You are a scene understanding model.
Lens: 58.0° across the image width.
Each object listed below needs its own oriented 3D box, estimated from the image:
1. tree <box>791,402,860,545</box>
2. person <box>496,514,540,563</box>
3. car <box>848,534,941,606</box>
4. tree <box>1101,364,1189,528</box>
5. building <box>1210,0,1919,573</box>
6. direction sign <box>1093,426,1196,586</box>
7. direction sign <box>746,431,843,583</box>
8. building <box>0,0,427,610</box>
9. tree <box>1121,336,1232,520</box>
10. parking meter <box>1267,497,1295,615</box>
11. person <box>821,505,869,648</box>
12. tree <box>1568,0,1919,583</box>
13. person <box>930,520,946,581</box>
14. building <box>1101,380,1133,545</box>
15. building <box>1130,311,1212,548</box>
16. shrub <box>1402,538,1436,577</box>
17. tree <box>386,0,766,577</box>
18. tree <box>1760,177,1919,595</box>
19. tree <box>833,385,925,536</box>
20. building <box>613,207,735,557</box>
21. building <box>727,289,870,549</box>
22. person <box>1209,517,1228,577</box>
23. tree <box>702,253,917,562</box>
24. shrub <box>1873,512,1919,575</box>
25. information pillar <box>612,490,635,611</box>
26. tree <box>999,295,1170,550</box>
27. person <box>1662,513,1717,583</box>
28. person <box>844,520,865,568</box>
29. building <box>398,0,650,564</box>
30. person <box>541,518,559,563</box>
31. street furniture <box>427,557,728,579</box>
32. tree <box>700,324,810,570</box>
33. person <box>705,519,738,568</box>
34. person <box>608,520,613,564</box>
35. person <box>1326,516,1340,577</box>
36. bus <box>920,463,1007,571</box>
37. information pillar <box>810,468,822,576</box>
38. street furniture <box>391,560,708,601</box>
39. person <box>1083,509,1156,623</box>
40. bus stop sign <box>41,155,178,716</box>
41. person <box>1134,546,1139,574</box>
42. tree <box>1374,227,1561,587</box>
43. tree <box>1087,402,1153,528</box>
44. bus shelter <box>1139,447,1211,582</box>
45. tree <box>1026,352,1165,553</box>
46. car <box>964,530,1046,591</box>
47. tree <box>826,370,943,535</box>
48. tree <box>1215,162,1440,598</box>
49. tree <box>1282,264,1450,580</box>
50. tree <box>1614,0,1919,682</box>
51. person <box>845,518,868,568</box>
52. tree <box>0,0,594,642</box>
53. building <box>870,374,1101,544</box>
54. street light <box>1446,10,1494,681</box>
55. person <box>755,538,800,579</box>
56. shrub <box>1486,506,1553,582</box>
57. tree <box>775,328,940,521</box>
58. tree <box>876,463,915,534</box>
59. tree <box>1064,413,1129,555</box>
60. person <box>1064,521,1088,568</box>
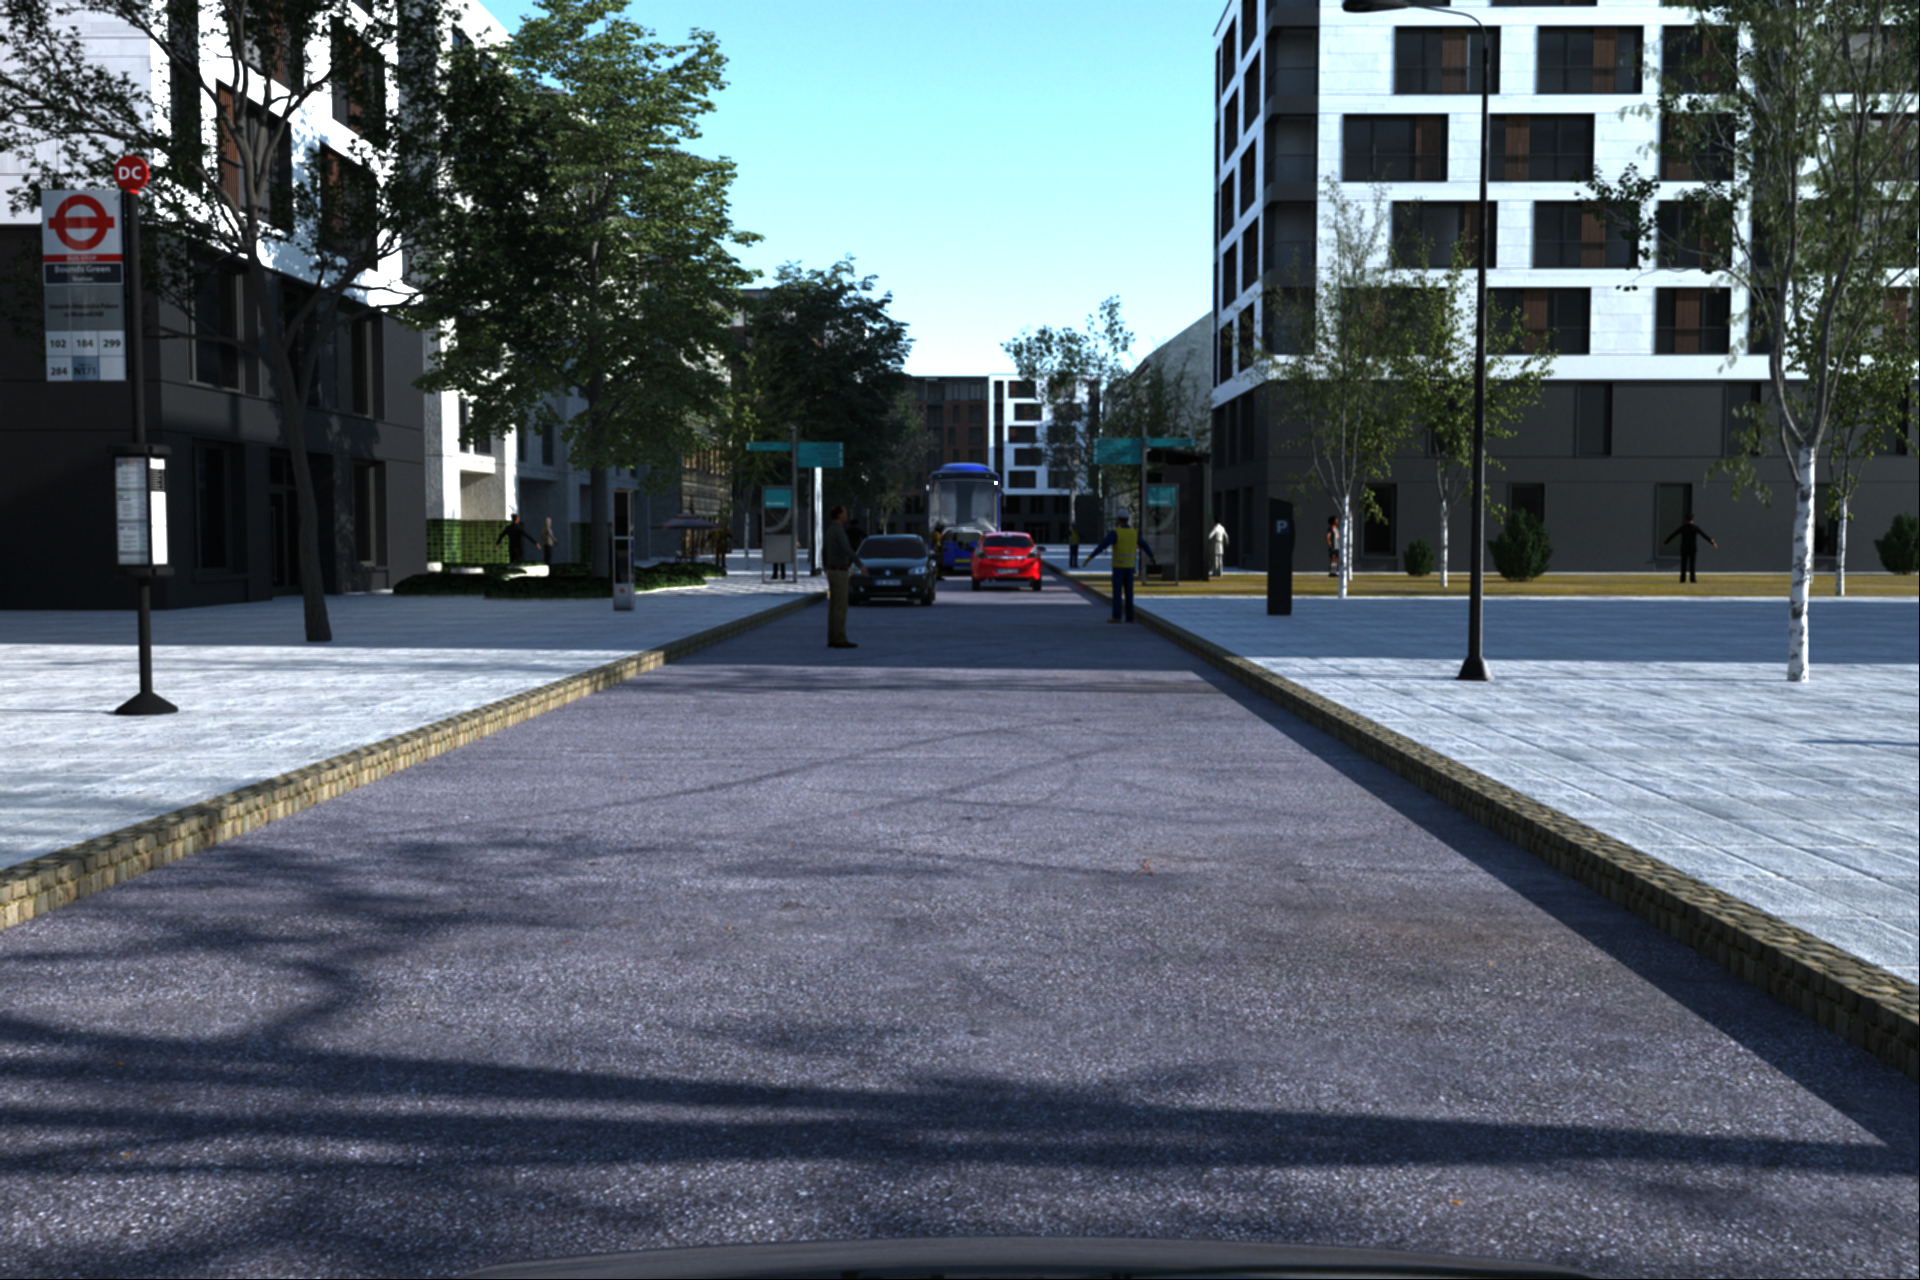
[{"bbox_3d":[-6.949,-8.534,89.897,4.737,8.622,4.395,0,3,0],"label":"tree"},{"bbox_3d":[-11.379,-2.335,44.406,1.346,1.802,0.704,1,4,21],"label":"person"},{"bbox_3d":[-1.385,-1.601,35.956,2.009,1.686,4.222,0,4,1],"label":"car"},{"bbox_3d":[8.012,-7.656,75.534,4.737,8.622,4.395,0,3,0],"label":"tree"},{"bbox_3d":[24.312,-14.031,73.389,27.936,21.610,32.646,0,4,1],"label":"building"},{"bbox_3d":[4.549,-3.278,42.365,2.525,3.948,1.411,0,4,1],"label":"direction sign"},{"bbox_3d":[-4.267,-3.467,45.452,2.525,3.948,1.411,0,4,1],"label":"direction sign"},{"bbox_3d":[-27.228,-11.150,26.271,27.936,21.610,32.646,0,4,0],"label":"building"},{"bbox_3d":[7.854,-6.969,64.310,4.360,8.622,3.978,0,3,0],"label":"tree"},{"bbox_3d":[5.080,-1.327,27.405,0.399,1.863,0.255,0,4,1],"label":"parking meter"},{"bbox_3d":[-1.511,-0.805,21.888,0.705,1.796,1.348,-2,4,-26],"label":"person"},{"bbox_3d":[22.919,-11.623,45.922,12.611,20.169,13.585,0,3,0],"label":"tree"},{"bbox_3d":[-0.615,-2.763,53.394,0.705,1.858,1.354,0,4,6],"label":"person"},{"bbox_3d":[26.238,-20.788,206.336,16.747,18.905,31.486,0,4,1],"label":"building"},{"bbox_3d":[25.708,-19.976,157.528,19.493,23.208,18.063,0,4,1],"label":"building"},{"bbox_3d":[13.703,-2.481,51.681,1.383,1.207,1.383,0,3,0],"label":"shrub"},{"bbox_3d":[-7.585,-7.162,35.219,7.486,12.596,7.792,0,3,0],"label":"tree"},{"bbox_3d":[18.658,-5.238,36.008,4.737,8.622,4.395,0,3,0],"label":"tree"},{"bbox_3d":[-5.736,-11.439,112.784,9.928,11.665,9.643,0,3,0],"label":"tree"},{"bbox_3d":[-24.400,-16.691,103.822,19.493,23.208,18.063,0,4,1],"label":"building"},{"bbox_3d":[-23.197,-19.375,160.759,27.936,21.610,32.646,0,4,0],"label":"building"},{"bbox_3d":[7.743,-2.823,52.350,0.705,1.806,1.347,3,5,44],"label":"person"},{"bbox_3d":[-6.710,-10.501,78.352,9.857,13.997,8.962,0,3,0],"label":"tree"},{"bbox_3d":[29.849,-3.077,54.734,1.690,2.028,1.600,0,3,0],"label":"shrub"},{"bbox_3d":[-5.641,-1.501,29.028,0.304,2.012,0.304,0,4,1],"label":"information pillar"},{"bbox_3d":[9.825,-17.227,137.554,12.611,20.169,13.585,0,3,0],"label":"tree"},{"bbox_3d":[19.174,-2.424,45.564,1.347,1.837,0.705,2,4,27],"label":"person"},{"bbox_3d":[-4.118,-3.669,66.119,1.346,1.812,0.704,1,4,17],"label":"person"},{"bbox_3d":[-24.059,-12.413,69.417,16.747,18.905,31.486,0,4,1],"label":"building"},{"bbox_3d":[-13.448,-3.090,56.642,0.705,1.813,1.348,-2,4,-31],"label":"person"},{"bbox_3d":[-11.816,-2.068,49.441,10.072,0.657,5.734,0,4,-1],"label":"street furniture"},{"bbox_3d":[-7.535,-6.814,61.765,4.737,8.622,4.395,0,3,0],"label":"tree"},{"bbox_3d":[-9.089,-3.670,65.767,1.354,1.858,0.705,1,4,14],"label":"person"},{"bbox_3d":[-13.662,-3.804,68.054,0.705,1.847,1.347,-1,4,-21],"label":"person"},{"bbox_3d":[11.159,-2.781,51.621,0.704,1.843,1.345,2,4,33],"label":"person"},{"bbox_3d":[0.221,-4.413,63.701,2.896,3.916,12.251,0,4,1],"label":"bus"},{"bbox_3d":[-4.422,-3.781,53.138,0.184,3.620,1.656,0,4,2],"label":"information pillar"},{"bbox_3d":[-8.855,-1.396,38.458,5.734,0.657,10.072,0,4,6],"label":"street furniture"},{"bbox_3d":[2.624,-1.199,28.027,1.349,1.833,0.705,-2,4,-25],"label":"person"},{"bbox_3d":[-6.060,-1.445,12.325,0.855,3.939,0.416,0,4,2],"label":"bus stop sign"},{"bbox_3d":[5.654,-2.856,55.969,0.599,1.433,0.991,-2,4,-30],"label":"person"},{"bbox_3d":[11.898,-5.590,41.758,4.737,8.622,4.395,0,3,0],"label":"tree"},{"bbox_3d":[8.841,-8.989,97.329,4.360,8.622,3.978,0,3,0],"label":"tree"},{"bbox_3d":[5.953,-3.573,49.707,1.731,3.624,6.357,0,4,0],"label":"bus shelter"},{"bbox_3d":[9.454,-12.667,117.470,12.009,13.543,11.850,0,3,0],"label":"tree"},{"bbox_3d":[1.189,-2.215,45.249,2.155,1.783,4.494,0,4,0],"label":"car"},{"bbox_3d":[-6.284,-13.307,127.935,12.009,13.543,11.850,0,3,0],"label":"tree"},{"bbox_3d":[7.745,-5.130,34.237,4.360,8.622,3.978,0,3,0],"label":"tree"},{"bbox_3d":[11.036,-5.963,47.856,4.737,8.622,4.395,0,3,0],"label":"tree"},{"bbox_3d":[7.084,-3.941,14.798,4.360,8.622,3.978,0,3,0],"label":"tree"},{"bbox_3d":[-3.102,-2.725,51.280,1.216,1.740,0.721,0,4,1],"label":"person"},{"bbox_3d":[-7.960,-5.275,20.656,7.601,10.594,8.767,2,4,34],"label":"tree"},{"bbox_3d":[1.278,-23.626,232.719,32.646,21.610,27.936,0,4,-1],"label":"building"},{"bbox_3d":[5.081,-2.602,15.089,1.470,5.913,1.316,0,4,1],"label":"street light"},{"bbox_3d":[-5.131,-2.615,48.940,1.347,1.806,0.705,1,4,15],"label":"person"},{"bbox_3d":[15.054,-2.576,46.542,1.690,2.028,1.600,0,3,0],"label":"shrub"},{"bbox_3d":[-6.385,-11.732,102.189,12.009,13.543,11.850,0,3,0],"label":"tree"},{"bbox_3d":[-6.396,-11.743,142.365,4.360,8.622,3.978,0,3,0],"label":"tree"},{"bbox_3d":[8.992,-9.411,104.232,4.360,8.622,3.978,0,3,0],"label":"tree"},{"bbox_3d":[4.364,-3.613,65.542,1.216,1.772,0.721,-3,4,-39],"label":"person"}]
